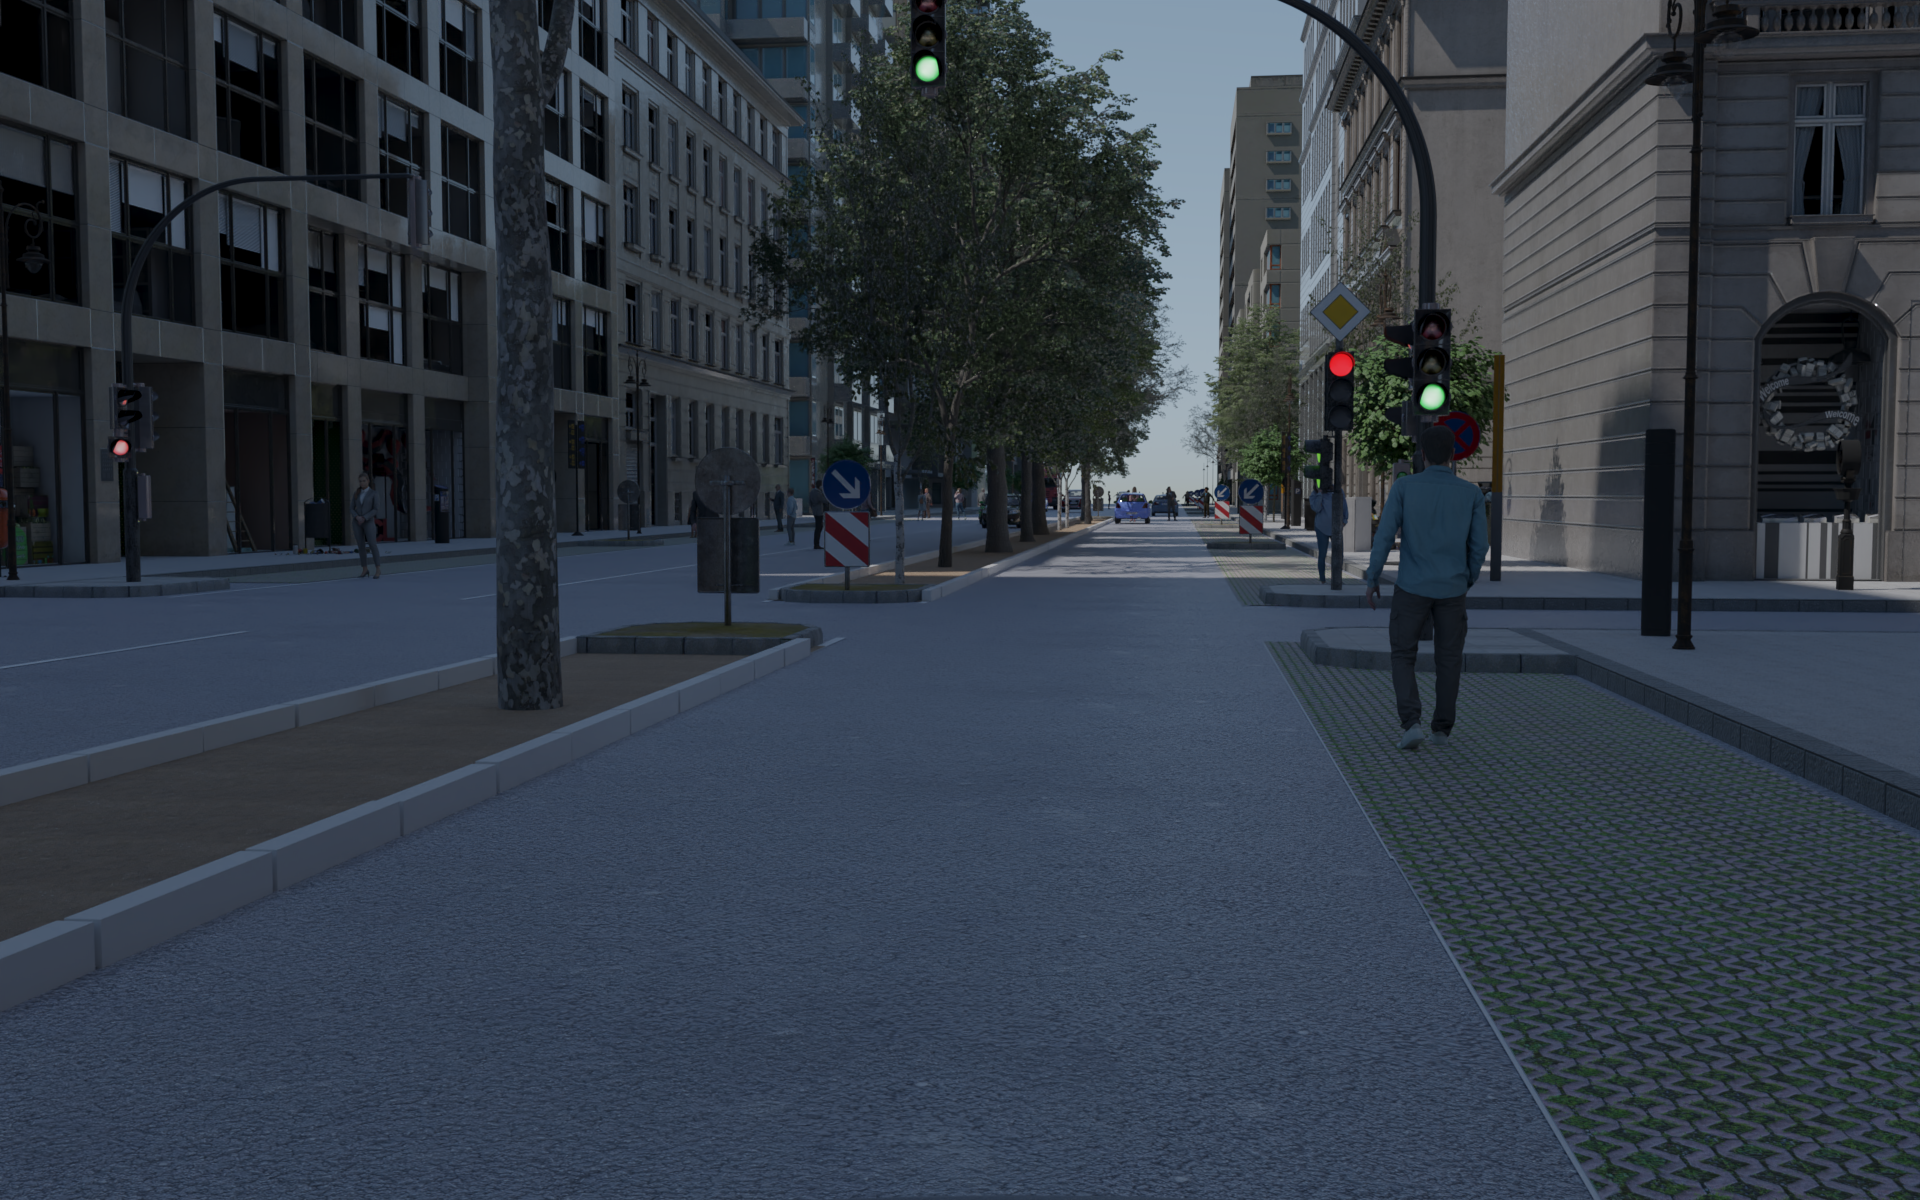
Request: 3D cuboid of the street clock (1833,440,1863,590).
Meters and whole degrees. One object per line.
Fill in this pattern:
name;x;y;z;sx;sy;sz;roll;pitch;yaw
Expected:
street clock;11.847;-1.135;23.131;0.358;2.002;0.471;1;4;17

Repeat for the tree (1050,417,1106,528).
tree;4.485;-7.302;72.201;4.360;8.622;3.978;0;3;0

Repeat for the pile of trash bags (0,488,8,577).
pile of trash bags;-16.131;-1.002;26.137;3.447;1.369;1.912;-1;4;-14

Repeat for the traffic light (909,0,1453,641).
traffic light;1.953;-2.483;15.273;4.771;5.953;1.251;0;4;7

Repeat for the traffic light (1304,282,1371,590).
traffic light;5.022;-2.089;23.082;0.839;4.253;0.868;0;4;7

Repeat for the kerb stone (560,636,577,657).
kerb stone;-3.528;0.433;15.157;0.120;0.150;1.000;0;4;7

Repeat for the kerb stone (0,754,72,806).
kerb stone;-4.412;0.866;8.031;0.120;0.150;1.000;0;4;7

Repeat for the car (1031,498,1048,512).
car;6.045;-7.882;138.464;1.945;1.707;3.694;1;4;9

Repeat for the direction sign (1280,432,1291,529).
direction sign;11.935;-4.371;63.465;0.379;3.537;0.876;2;4;32

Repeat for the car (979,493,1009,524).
car;1.976;-4.590;83.847;1.959;1.807;4.718;0;4;7

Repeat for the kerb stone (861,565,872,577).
kerb stone;-1.709;-0.473;29.925;0.120;0.150;1.000;0;4;7

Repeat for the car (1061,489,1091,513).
car;9.110;-7.746;135.318;2.281;1.827;5.304;1;4;9

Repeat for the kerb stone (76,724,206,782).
kerb stone;-4.291;0.804;9.051;0.120;0.150;1.000;0;4;7

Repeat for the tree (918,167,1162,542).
tree;2.049;-7.976;50.995;7.486;12.596;7.792;0;3;0

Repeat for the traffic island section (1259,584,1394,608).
traffic island section;5.061;-0.056;23.191;2.009;0.180;2.903;0;4;7

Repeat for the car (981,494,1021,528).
car;1.963;-3.920;73.876;2.009;1.686;4.222;1;4;9

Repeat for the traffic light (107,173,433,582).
traffic light;-9.974;-3.076;24.954;4.771;5.953;1.251;0;4;7

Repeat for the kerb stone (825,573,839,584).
kerb stone;-2.076;-0.286;26.873;0.120;0.150;1.000;0;4;7

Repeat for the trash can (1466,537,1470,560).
trash can;7.219;-0.828;25.199;0.748;1.137;0.748;0;3;0

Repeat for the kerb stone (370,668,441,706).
kerb stone;-3.915;0.618;12.098;0.120;0.150;1.000;0;4;7

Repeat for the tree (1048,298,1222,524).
tree;6.043;-10.330;81.726;12.009;13.543;11.850;0;3;0

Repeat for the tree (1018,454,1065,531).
tree;3.875;-7.020;67.601;4.737;8.622;4.395;0;3;0

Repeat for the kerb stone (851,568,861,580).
kerb stone;-1.838;-0.410;28.905;0.120;0.150;1.000;0;4;7

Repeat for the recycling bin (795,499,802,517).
recycling bin;-9.391;-5.220;97.907;0.722;1.027;0.722;2;4;25

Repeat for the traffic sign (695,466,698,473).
traffic sign;-9.327;-3.717;62.901;0.606;2.300;0.079;1;4;15

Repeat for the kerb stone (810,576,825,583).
kerb stone;-2.213;-0.224;25.858;0.120;0.150;1.000;0;4;7

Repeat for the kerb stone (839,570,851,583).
kerb stone;-1.956;-0.348;27.890;0.120;0.150;1.000;0;4;7

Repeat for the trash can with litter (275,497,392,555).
trash can with litter;-13.400;-1.595;37.137;2.233;1.210;1.678;0;4;-7

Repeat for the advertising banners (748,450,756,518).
advertising banners;-8.449;-4.533;70.301;0.090;3.025;2.074;0;4;1

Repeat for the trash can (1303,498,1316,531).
trash can;12.319;-2.981;60.394;0.748;1.137;0.748;0;3;0

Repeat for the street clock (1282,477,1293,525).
street clock;13.624;-4.124;72.005;0.358;2.002;0.471;-2;4;-34

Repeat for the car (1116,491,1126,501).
car;22.212;-13.808;234.439;2.281;1.827;5.304;0;4;6

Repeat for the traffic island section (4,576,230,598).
traffic island section;-12.099;-0.186;25.315;2.009;0.180;2.903;0;4;7

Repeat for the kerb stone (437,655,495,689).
kerb stone;-3.792;0.560;13.117;0.120;0.150;1.000;0;4;7

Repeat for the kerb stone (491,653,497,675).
kerb stone;-3.661;0.495;14.143;0.120;0.150;1.000;0;4;7

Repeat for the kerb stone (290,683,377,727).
kerb stone;-4.036;0.680;11.081;0.120;0.150;1.000;0;4;7

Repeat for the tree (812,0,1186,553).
tree;0.942;-8.118;41.846;9.857;13.997;8.962;0;3;0

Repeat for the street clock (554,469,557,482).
street clock;-11.300;-2.631;47.589;0.471;2.002;0.358;3;5;43

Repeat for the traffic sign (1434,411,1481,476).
traffic sign;7.606;-1.626;26.693;0.768;2.556;0.104;1;4;14

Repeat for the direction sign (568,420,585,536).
direction sign;-11.781;-3.747;53.262;0.379;3.537;0.876;1;4;21

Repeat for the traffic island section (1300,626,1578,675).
traffic island section;4.079;0.429;15.266;2.009;0.180;2.903;0;4;7

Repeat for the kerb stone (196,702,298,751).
kerb stone;-4.174;0.744;10.068;0.120;0.150;1.000;0;4;7

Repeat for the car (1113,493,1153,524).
car;8.462;-4.599;84.785;1.945;1.707;3.694;0;4;7

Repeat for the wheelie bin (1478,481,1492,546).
wheelie bin;13.095;-2.142;42.925;0.693;1.594;0.980;-2;4;-30

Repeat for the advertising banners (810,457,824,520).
advertising banners;-6.784;-5.343;83.545;0.090;3.025;2.074;1;4;19

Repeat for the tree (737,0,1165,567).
tree;-0.356;-5.883;33.063;8.767;10.594;7.601;0;4;7

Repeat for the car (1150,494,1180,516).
car;13.456;-6.227;113.822;2.014;1.417;4.499;0;4;6

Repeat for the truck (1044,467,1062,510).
truck;8.044;-10.505;160.663;2.839;4.237;11.283;0;4;5

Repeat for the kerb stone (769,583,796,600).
kerb stone;-2.456;-0.094;23.818;0.120;0.150;1.000;0;4;7

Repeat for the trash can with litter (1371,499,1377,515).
trash can with litter;10.235;-2.011;44.269;0.624;1.170;1.055;-1;4;-9

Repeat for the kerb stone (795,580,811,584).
kerb stone;-2.335;-0.162;24.838;0.120;0.150;1.000;0;4;7
